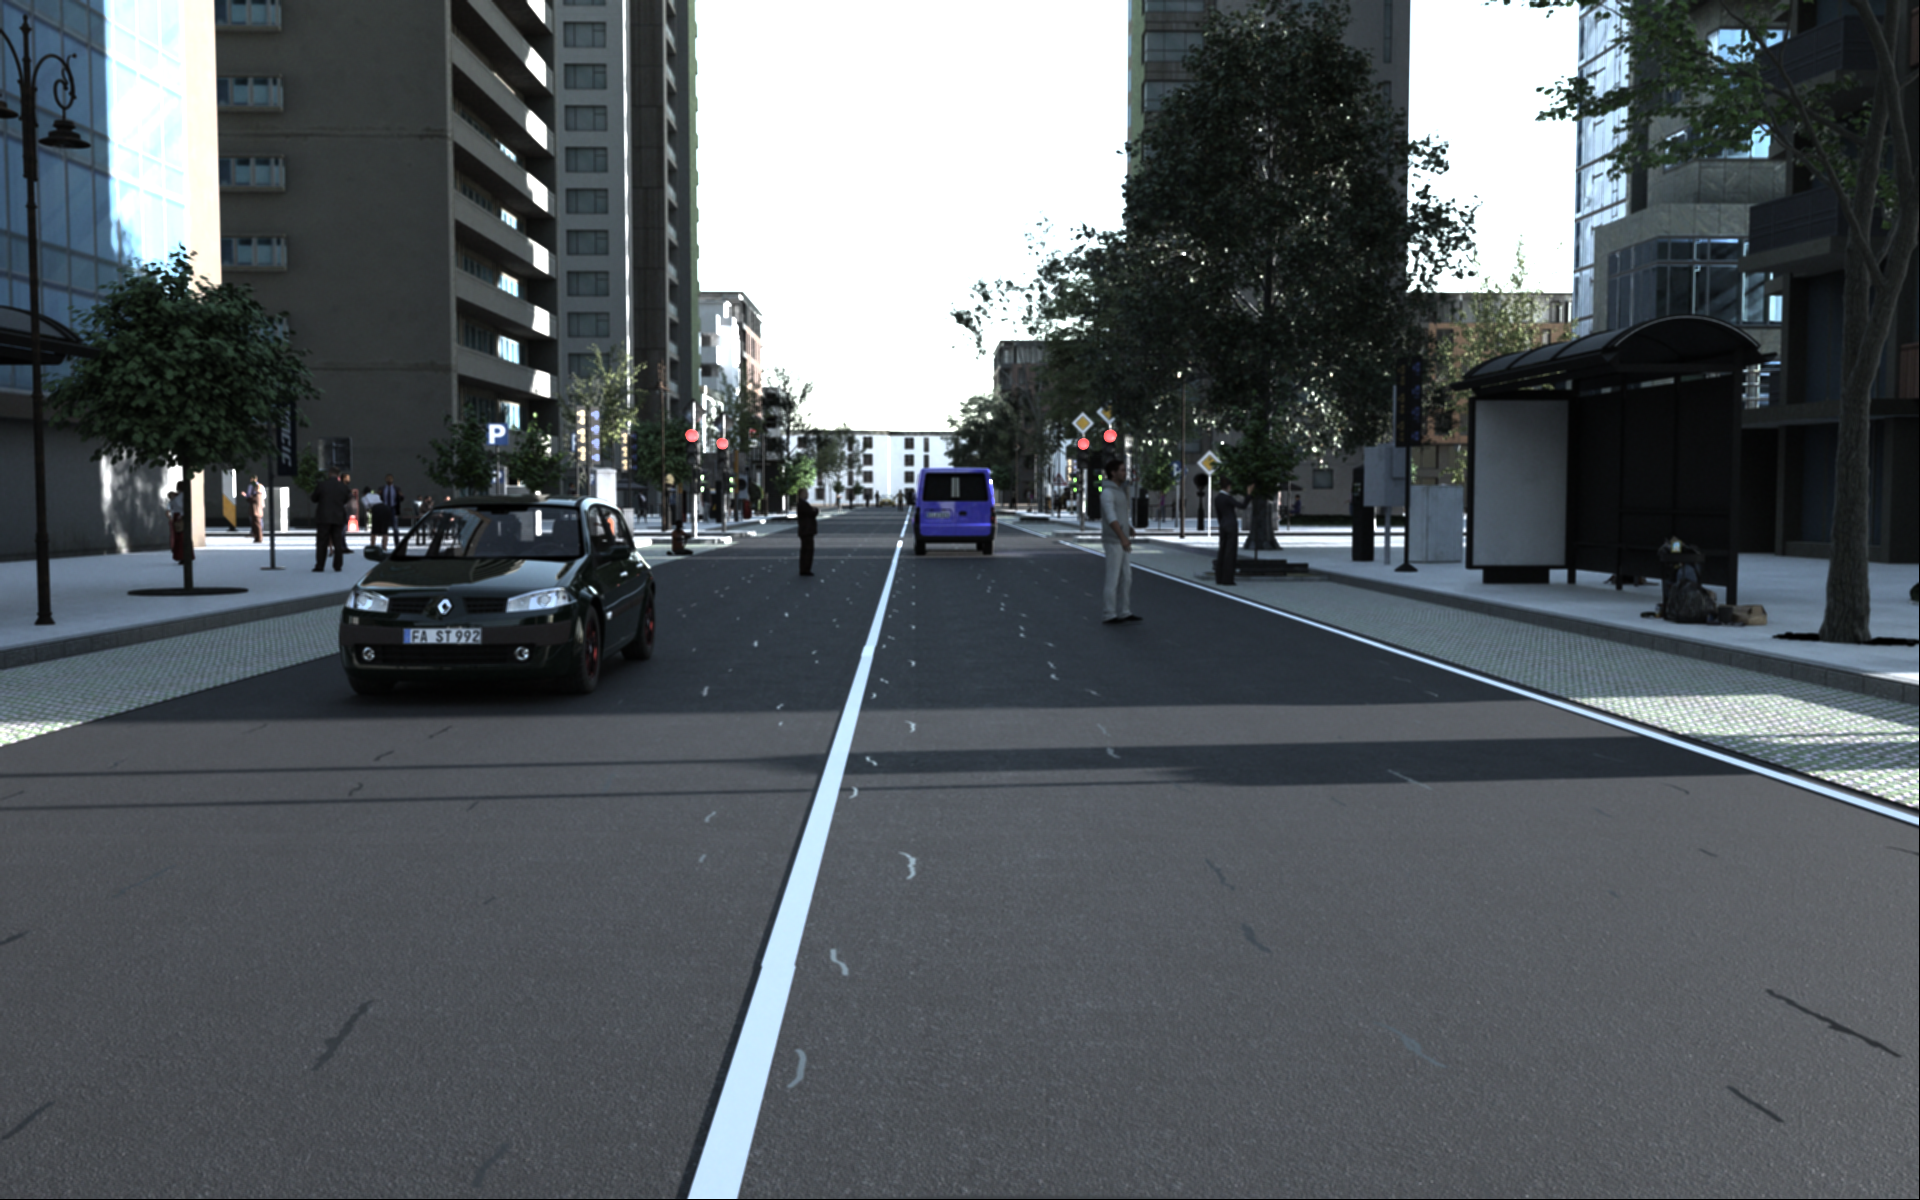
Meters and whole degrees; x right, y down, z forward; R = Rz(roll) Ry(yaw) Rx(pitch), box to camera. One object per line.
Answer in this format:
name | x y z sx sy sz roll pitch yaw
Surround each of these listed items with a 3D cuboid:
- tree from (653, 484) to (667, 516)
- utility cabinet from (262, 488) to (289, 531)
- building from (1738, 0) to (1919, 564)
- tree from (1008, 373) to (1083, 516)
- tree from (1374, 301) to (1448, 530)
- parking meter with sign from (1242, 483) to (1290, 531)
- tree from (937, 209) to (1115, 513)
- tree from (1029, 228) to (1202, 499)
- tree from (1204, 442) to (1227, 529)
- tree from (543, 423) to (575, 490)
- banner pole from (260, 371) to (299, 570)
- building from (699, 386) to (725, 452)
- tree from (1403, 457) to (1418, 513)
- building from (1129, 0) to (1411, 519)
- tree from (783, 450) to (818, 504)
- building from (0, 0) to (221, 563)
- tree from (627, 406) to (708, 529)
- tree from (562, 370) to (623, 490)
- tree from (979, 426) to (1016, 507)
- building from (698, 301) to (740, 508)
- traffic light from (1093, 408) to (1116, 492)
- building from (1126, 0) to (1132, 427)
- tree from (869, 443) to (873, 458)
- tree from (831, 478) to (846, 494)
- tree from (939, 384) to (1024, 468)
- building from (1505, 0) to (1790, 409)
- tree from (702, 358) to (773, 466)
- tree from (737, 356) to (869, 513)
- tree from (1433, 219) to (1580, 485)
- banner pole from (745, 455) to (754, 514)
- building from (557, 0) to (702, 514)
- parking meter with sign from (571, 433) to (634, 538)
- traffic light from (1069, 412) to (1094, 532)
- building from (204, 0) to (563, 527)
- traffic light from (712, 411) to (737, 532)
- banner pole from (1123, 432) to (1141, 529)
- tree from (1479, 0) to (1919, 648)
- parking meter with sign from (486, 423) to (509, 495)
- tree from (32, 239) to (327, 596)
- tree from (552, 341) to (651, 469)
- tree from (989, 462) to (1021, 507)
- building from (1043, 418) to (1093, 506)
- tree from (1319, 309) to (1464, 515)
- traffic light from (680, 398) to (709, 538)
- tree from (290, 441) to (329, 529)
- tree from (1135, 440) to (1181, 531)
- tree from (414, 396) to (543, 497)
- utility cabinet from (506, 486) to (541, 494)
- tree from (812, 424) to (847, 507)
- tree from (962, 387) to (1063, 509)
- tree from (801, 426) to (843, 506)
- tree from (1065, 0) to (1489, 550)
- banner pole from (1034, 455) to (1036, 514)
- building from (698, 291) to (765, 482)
tree | -17.364 -6.655 103.414 1.663 3.219 1.824 0 3 0
utility cabinet | -23.446 -3.094 59.264 1.173 1.500 0.318 3 4 36
building | 26.772 -22.855 28.309 22.147 44.769 28.867 0 4 -2
tree | 5.186 -9.177 100.413 4.360 8.622 3.978 0 3 0
tree | 14.860 -6.796 61.476 4.360 8.622 3.978 0 3 0
parking meter with sign | 10.661 -3.906 60.117 1.738 3.016 0.543 -1 4 -15
tree | 4.734 -16.035 118.058 12.611 20.169 13.585 0 3 0
tree | 6.621 -9.562 74.466 7.486 12.596 7.792 0 3 0
tree | 9.714 -4.221 63.607 1.663 3.219 1.824 0 3 0
tree | -9.851 -2.812 40.583 1.663 3.219 1.824 0 3 0
banner pole | -11.502 -2.402 29.296 0.863 3.779 0.401 2 4 27
building | -24.619 -12.592 148.018 9.099 9.664 28.070 0 4 -2
tree | 29.968 -8.331 119.921 4.285 4.588 4.351 0 3 0
building | 16.363 -25.264 96.655 14.154 41.232 14.086 0 4 -2
tree | -12.041 -8.856 128.508 4.285 4.588 4.351 0 3 0
building | -24.694 -23.456 33.619 14.200 45.320 14.600 0 4 -2
tree | -10.994 -4.968 64.935 4.285 4.588 4.351 0 3 0
tree | -22.010 -9.261 101.775 4.360 8.622 3.978 0 3 0
tree | 4.038 -13.542 171.777 4.737 8.622 4.395 0 3 0
building | -29.284 -19.012 167.271 16.016 20.091 11.380 0 4 -2
traffic light | 4.370 -3.801 51.075 0.839 4.253 0.868 0 4 -2
building | 19.264 -28.743 120.051 14.600 45.320 14.200 0 4 -2
tree | -14.639 -16.802 209.131 7.601 10.594 8.767 2 4 23
tree | -13.959 -12.587 200.405 1.663 3.219 1.824 0 3 0
tree | 2.695 -17.940 199.977 9.857 13.997 8.962 0 3 0
building | 42.256 -46.743 76.923 31.000 86.520 22.319 0 4 -2
tree | -12.194 -8.800 94.238 4.737 8.622 4.395 0 3 0
tree | -12.159 -11.234 118.083 7.601 10.594 8.767 -3 5 -43
tree | 14.768 -5.937 47.434 4.737 8.622 4.395 0 3 0
banner pole | -13.584 -7.422 111.366 0.401 3.779 0.863 3 4 36
building | -24.947 -26.290 113.436 14.154 41.232 14.086 0 4 -2
parking meter with sign | -10.265 -3.278 49.850 1.738 3.016 0.543 -3 5 -40
traffic light | 4.160 -4.290 59.057 0.839 4.253 0.868 0 4 -2
building | -30.521 -27.654 75.837 21.300 48.544 21.600 0 4 -2
traffic light | -7.996 -4.269 58.723 0.839 4.253 0.868 0 4 -2
banner pole | 6.338 -4.517 63.876 0.863 3.779 0.401 -3 4 -39
tree | 7.865 -5.437 14.645 9.928 11.665 9.643 0 3 0
parking meter with sign | -11.560 -2.882 43.388 0.543 3.016 1.738 -1 4 -14
tree | -9.950 -2.363 22.355 4.285 4.588 4.351 0 3 0
tree | -16.801 -8.062 82.180 4.737 8.622 4.395 0 3 0
tree | 4.128 -11.220 167.157 4.285 4.588 4.351 0 3 0
building | 14.532 -15.111 189.214 9.099 9.664 28.070 0 4 -2
tree | 20.523 -9.065 82.620 7.601 10.594 8.767 -1 4 -11
traffic light | -7.786 -3.781 50.740 0.839 4.253 0.868 0 4 -2
tree | -23.833 -4.227 63.721 1.663 3.219 1.824 0 3 0
tree | 7.037 -4.006 60.101 1.663 3.219 1.824 0 3 0
tree | -9.353 -2.368 33.314 1.663 3.219 1.824 0 3 0
utility cabinet | -11.419 -2.205 44.724 1.173 1.500 0.318 1 4 13
tree | -13.212 -13.778 175.640 4.737 8.622 4.395 0 3 0
tree | 4.414 -13.181 149.927 8.767 10.594 7.601 -1 4 -9
tree | -14.682 -14.312 184.355 4.360 8.622 3.978 0 3 0
tree | 6.972 -7.488 39.444 9.611 12.733 9.660 0 3 0
banner pole | 4.791 -7.378 110.646 0.401 3.779 0.863 0 4 -2
building | -38.423 -21.039 187.966 32.646 21.610 27.936 0 4 -2
